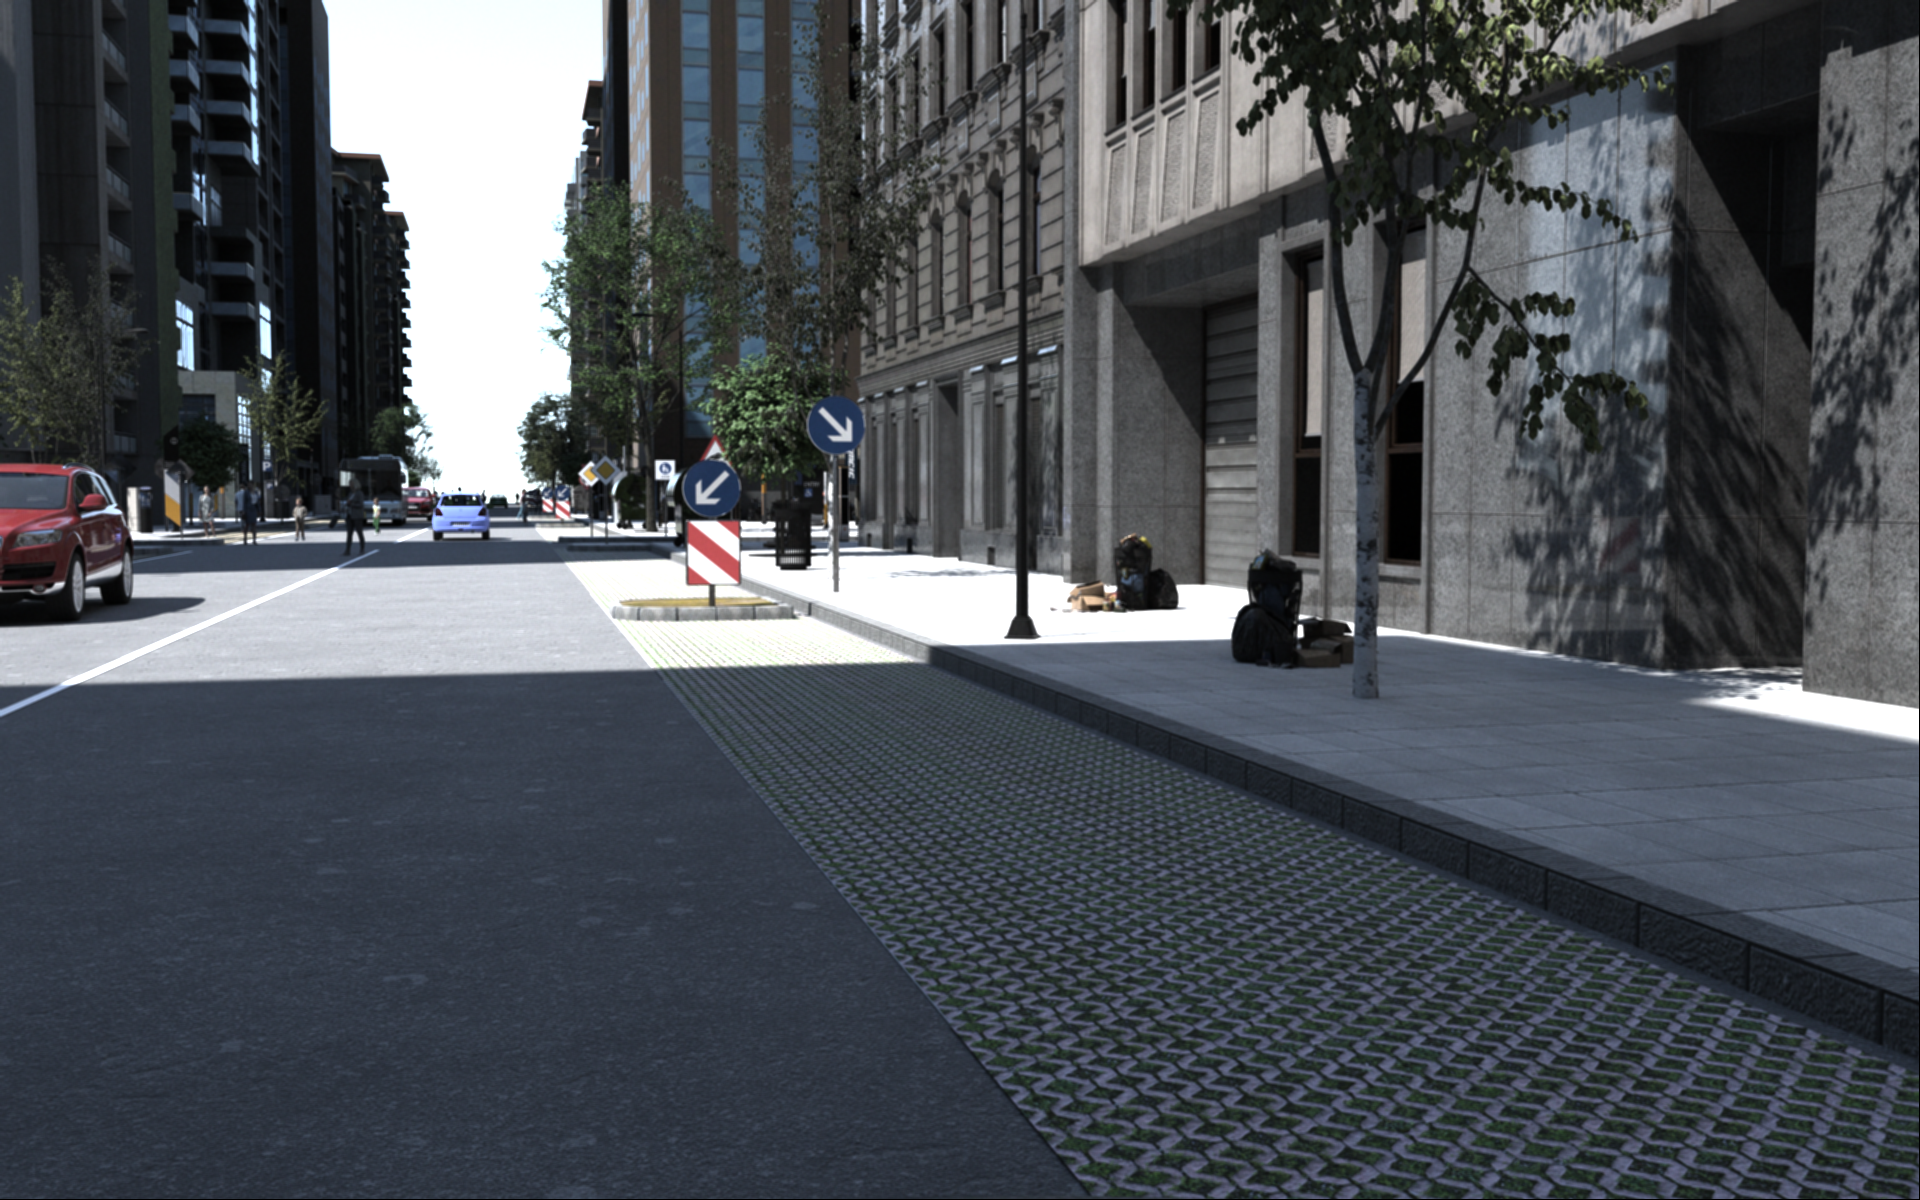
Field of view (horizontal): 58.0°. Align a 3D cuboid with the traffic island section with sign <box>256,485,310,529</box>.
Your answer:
[{"bbox_3d":[-27.918,-3.835,71.338,1.989,1.847,2.006,-1,4,-15],"label":"traffic island section with sign"}]

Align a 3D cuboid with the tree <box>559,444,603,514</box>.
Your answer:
[{"bbox_3d":[-24.615,-7.930,113.364,4.285,4.588,4.351,0,3,0],"label":"tree"}]

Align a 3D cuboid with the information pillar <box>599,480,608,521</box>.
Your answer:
[{"bbox_3d":[-17.142,-4.815,83.219,0.304,2.012,0.304,2,4,24],"label":"information pillar"}]

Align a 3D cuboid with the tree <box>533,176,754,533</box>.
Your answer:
[{"bbox_3d":[-10.526,-8.079,57.851,9.928,11.665,9.643,0,3,0],"label":"tree"}]

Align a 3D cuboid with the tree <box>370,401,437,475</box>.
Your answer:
[{"bbox_3d":[-61.641,-16.269,191.747,9.928,11.665,9.643,0,3,0],"label":"tree"}]

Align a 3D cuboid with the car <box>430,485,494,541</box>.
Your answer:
[{"bbox_3d":[-15.739,-2.760,54.714,1.945,1.707,3.694,-1,4,-15],"label":"car"}]

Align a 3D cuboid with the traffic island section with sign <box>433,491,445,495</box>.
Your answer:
[{"bbox_3d":[-68.283,-13.287,225.873,1.989,1.847,2.006,-1,4,-15],"label":"traffic island section with sign"}]

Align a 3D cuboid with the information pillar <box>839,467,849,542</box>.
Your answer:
[{"bbox_3d":[-3.199,-2.584,46.734,0.304,2.012,0.304,-3,5,-42],"label":"information pillar"}]

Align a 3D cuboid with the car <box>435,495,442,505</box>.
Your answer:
[{"bbox_3d":[-50.283,-9.520,168.232,1.945,1.354,3.894,-1,4,-16],"label":"car"}]

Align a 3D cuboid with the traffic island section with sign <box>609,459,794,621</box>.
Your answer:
[{"bbox_3d":[-3.100,-0.716,20.337,1.989,1.847,2.006,-1,4,-15],"label":"traffic island section with sign"}]

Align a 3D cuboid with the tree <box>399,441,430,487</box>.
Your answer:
[{"bbox_3d":[-68.716,-16.245,215.966,4.360,8.622,3.978,0,3,0],"label":"tree"}]

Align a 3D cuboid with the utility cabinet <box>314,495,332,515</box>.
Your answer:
[{"bbox_3d":[-38.928,-5.786,105.766,1.020,1.237,0.306,-3,5,-44],"label":"utility cabinet"}]

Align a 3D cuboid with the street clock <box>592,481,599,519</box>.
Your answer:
[{"bbox_3d":[-18.709,-5.150,88.777,0.358,2.002,0.471,2,4,28],"label":"street clock"}]

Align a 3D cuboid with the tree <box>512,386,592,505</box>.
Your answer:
[{"bbox_3d":[-48.317,-18.308,205.985,9.857,13.997,8.962,0,3,0],"label":"tree"}]

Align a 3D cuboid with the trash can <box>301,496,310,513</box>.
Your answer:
[{"bbox_3d":[-41.204,-5.938,108.737,0.748,1.137,0.748,0,3,0],"label":"trash can"}]

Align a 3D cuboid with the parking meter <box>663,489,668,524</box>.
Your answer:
[{"bbox_3d":[-12.920,-4.106,75.551,0.372,1.533,0.369,0,3,0],"label":"parking meter"}]

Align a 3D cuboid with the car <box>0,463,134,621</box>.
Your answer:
[{"bbox_3d":[-11.403,-0.747,20.882,2.281,1.827,5.304,-1,4,-16],"label":"car"}]

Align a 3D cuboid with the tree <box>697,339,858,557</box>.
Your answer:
[{"bbox_3d":[-3.751,-3.183,35.762,4.285,4.588,4.351,0,3,0],"label":"tree"}]

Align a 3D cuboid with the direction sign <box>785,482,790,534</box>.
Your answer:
[{"bbox_3d":[-5.488,-3.888,55.573,0.379,3.537,0.876,-2,4,-27],"label":"direction sign"}]

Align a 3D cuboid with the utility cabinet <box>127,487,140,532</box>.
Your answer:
[{"bbox_3d":[-27.839,-3.053,58.600,0.318,1.500,1.173,-3,5,-39],"label":"utility cabinet"}]

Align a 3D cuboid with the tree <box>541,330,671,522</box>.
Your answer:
[{"bbox_3d":[-15.515,-7.825,78.296,4.737,8.622,4.395,0,3,0],"label":"tree"}]

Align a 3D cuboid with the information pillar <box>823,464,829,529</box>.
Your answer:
[{"bbox_3d":[-4.937,-4.455,64.197,0.183,3.616,0.504,1,4,12],"label":"information pillar"}]

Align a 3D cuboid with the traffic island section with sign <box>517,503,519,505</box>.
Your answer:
[{"bbox_3d":[-43.472,-10.168,174.871,1.989,1.847,2.006,-1,4,-15],"label":"traffic island section with sign"}]

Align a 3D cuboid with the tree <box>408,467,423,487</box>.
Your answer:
[{"bbox_3d":[-65.835,-13.653,206.941,4.285,4.588,4.351,0,3,0],"label":"tree"}]

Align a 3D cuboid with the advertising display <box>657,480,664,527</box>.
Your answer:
[{"bbox_3d":[-11.619,-3.788,67.146,0.123,1.923,0.974,0,4,-1],"label":"advertising display"}]

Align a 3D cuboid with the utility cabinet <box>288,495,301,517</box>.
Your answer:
[{"bbox_3d":[-36.520,-5.136,95.132,1.020,1.237,0.306,3,5,44],"label":"utility cabinet"}]

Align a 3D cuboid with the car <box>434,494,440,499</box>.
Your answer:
[{"bbox_3d":[-65.157,-12.513,214.815,2.015,1.641,3.980,-1,4,-14],"label":"car"}]

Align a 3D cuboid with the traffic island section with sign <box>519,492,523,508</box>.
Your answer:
[{"bbox_3d":[-36.563,-8.549,148.402,1.989,1.847,2.006,-1,4,-15],"label":"traffic island section with sign"}]

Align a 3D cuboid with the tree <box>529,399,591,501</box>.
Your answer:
[{"bbox_3d":[-30.266,-11.182,133.183,4.360,8.622,3.978,0,3,0],"label":"tree"}]

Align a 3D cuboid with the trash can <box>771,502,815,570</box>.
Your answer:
[{"bbox_3d":[-2.821,-1.079,29.300,0.748,1.137,0.748,0,3,0],"label":"trash can"}]

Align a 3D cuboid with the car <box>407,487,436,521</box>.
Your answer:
[{"bbox_3d":[-29.083,-5.120,92.377,2.281,1.827,5.304,-1,4,-14],"label":"car"}]

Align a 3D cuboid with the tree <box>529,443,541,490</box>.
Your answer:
[{"bbox_3d":[-46.333,-14.982,195.320,4.737,8.622,4.395,0,3,0],"label":"tree"}]

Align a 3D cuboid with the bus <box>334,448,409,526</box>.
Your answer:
[{"bbox_3d":[-27.244,-5.257,80.818,2.948,3.499,13.247,-1,4,-16],"label":"bus"}]

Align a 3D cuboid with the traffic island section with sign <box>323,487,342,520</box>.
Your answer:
[{"bbox_3d":[-34.741,-5.431,97.418,1.989,1.847,2.006,-1,4,-15],"label":"traffic island section with sign"}]

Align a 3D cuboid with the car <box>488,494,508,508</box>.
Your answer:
[{"bbox_3d":[-46.201,-10.064,173.334,1.959,1.807,4.718,-1,4,-15],"label":"car"}]

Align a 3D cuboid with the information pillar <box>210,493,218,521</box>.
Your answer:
[{"bbox_3d":[-35.899,-5.608,83.038,0.504,3.616,0.183,-3,5,-44],"label":"information pillar"}]

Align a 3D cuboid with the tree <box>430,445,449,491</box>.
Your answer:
[{"bbox_3d":[-74.909,-17.840,242.043,4.360,8.622,3.978,0,3,0],"label":"tree"}]

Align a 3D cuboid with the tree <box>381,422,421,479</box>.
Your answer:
[{"bbox_3d":[-57.708,-13.907,177.745,4.737,8.622,4.395,0,3,0],"label":"tree"}]

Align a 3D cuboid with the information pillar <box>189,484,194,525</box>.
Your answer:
[{"bbox_3d":[-31.582,-4.876,71.078,0.183,3.616,0.504,-2,4,-29],"label":"information pillar"}]

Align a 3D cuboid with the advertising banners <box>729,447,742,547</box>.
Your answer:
[{"bbox_3d":[-5.133,-2.647,39.472,0.090,3.025,2.074,0,4,-1],"label":"advertising banners"}]

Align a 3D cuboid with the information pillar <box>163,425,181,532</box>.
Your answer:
[{"bbox_3d":[-26.470,-4.090,58.228,0.504,3.616,0.183,-1,4,-22],"label":"information pillar"}]

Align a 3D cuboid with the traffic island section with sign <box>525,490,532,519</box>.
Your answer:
[{"bbox_3d":[-23.979,-5.601,100.209,1.989,1.847,2.006,-1,4,-15],"label":"traffic island section with sign"}]

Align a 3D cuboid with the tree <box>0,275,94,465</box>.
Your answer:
[{"bbox_3d":[-30.974,-6.593,58.164,4.737,8.622,4.395,0,3,0],"label":"tree"}]

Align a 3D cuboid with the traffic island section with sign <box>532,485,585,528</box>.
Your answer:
[{"bbox_3d":[-17.038,-3.978,73.668,1.989,1.847,2.006,-1,4,-15],"label":"traffic island section with sign"}]

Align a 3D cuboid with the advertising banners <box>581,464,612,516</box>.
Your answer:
[{"bbox_3d":[-20.871,-6.369,100.317,2.074,3.025,0.090,0,4,-7],"label":"advertising banners"}]

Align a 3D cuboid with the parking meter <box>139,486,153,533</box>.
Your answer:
[{"bbox_3d":[-26.711,-2.962,56.839,0.372,1.533,0.369,0,3,0],"label":"parking meter"}]

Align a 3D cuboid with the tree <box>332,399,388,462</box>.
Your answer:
[{"bbox_3d":[-47.078,-11.317,135.398,4.360,8.622,3.978,0,3,0],"label":"tree"}]

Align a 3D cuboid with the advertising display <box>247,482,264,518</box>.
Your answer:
[{"bbox_3d":[-37.536,-5.325,92.285,0.123,1.923,0.974,2,4,26],"label":"advertising display"}]
